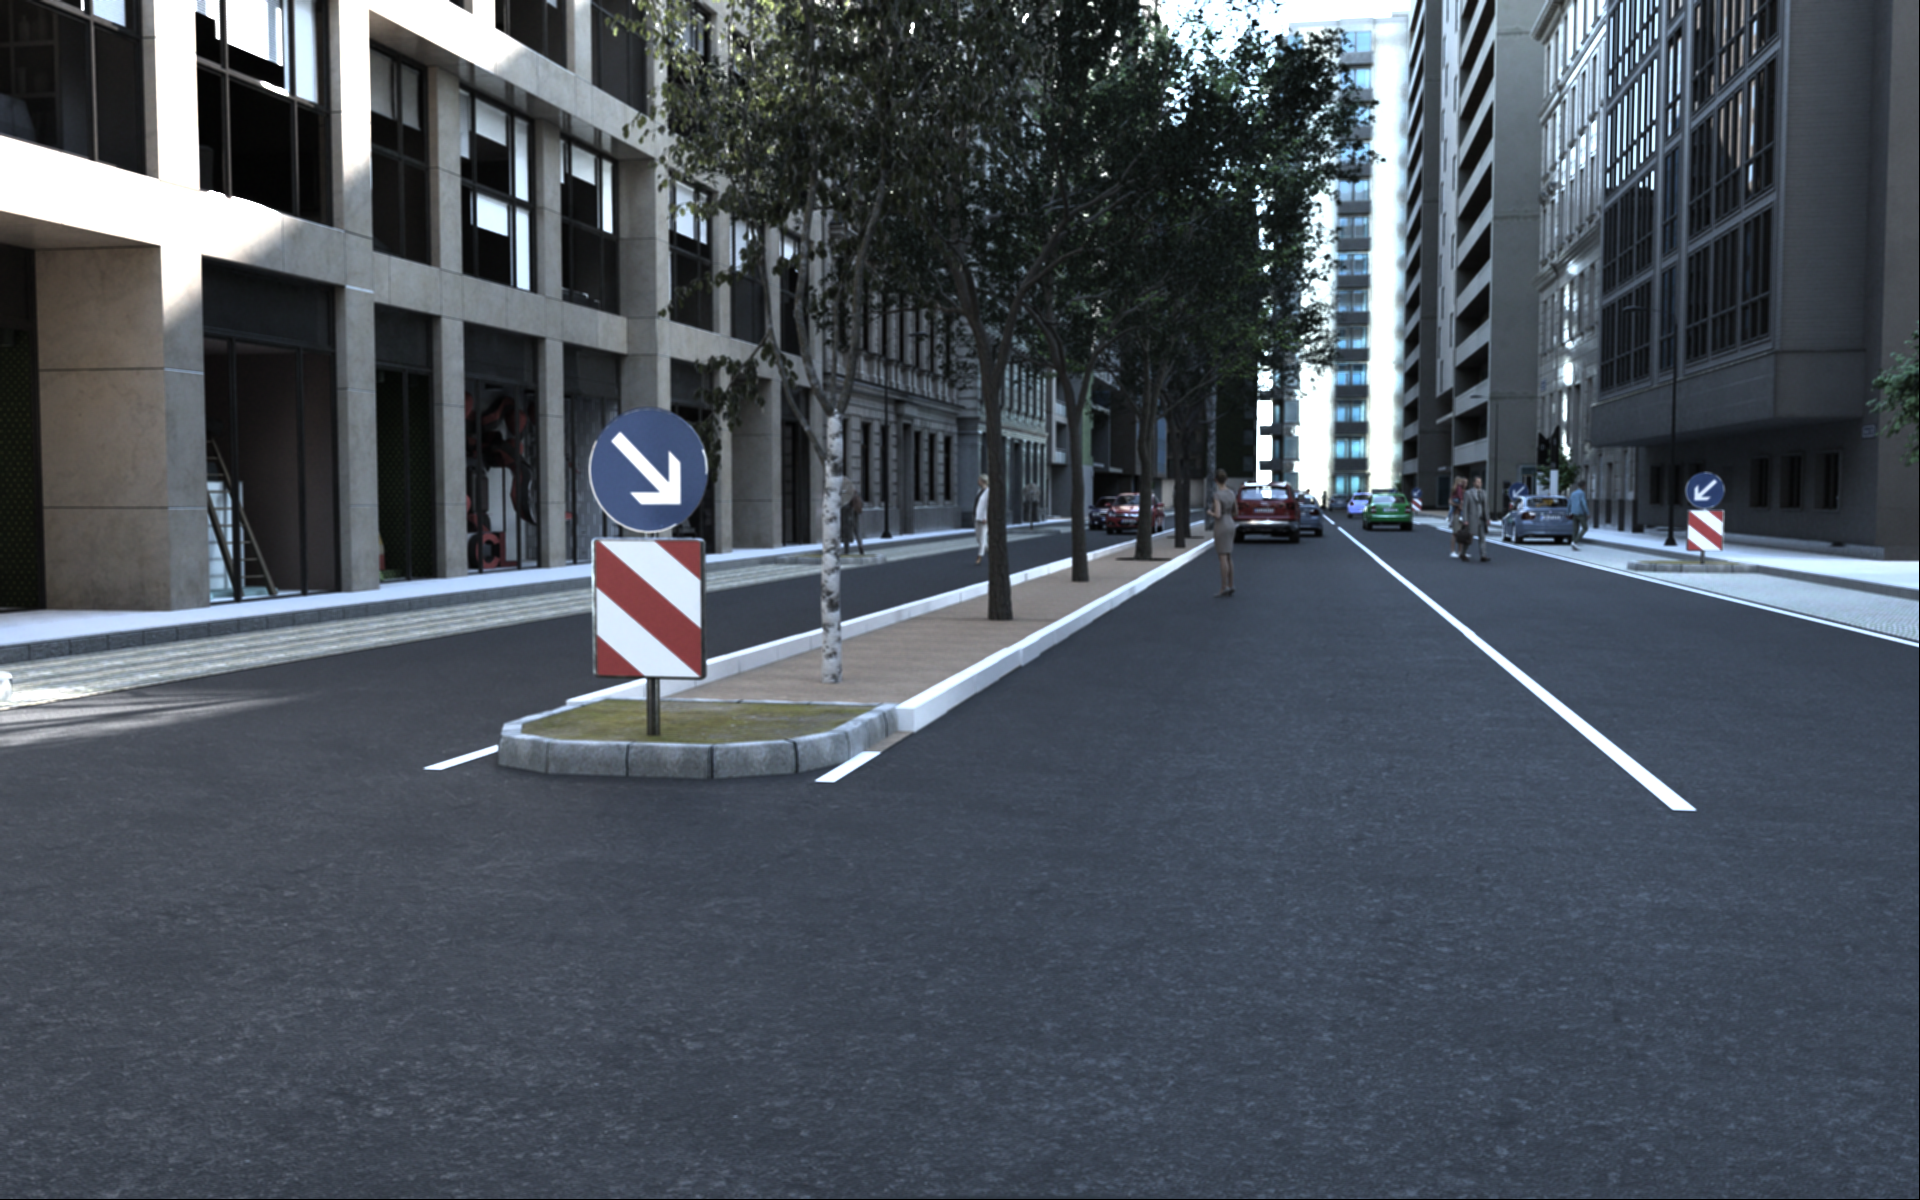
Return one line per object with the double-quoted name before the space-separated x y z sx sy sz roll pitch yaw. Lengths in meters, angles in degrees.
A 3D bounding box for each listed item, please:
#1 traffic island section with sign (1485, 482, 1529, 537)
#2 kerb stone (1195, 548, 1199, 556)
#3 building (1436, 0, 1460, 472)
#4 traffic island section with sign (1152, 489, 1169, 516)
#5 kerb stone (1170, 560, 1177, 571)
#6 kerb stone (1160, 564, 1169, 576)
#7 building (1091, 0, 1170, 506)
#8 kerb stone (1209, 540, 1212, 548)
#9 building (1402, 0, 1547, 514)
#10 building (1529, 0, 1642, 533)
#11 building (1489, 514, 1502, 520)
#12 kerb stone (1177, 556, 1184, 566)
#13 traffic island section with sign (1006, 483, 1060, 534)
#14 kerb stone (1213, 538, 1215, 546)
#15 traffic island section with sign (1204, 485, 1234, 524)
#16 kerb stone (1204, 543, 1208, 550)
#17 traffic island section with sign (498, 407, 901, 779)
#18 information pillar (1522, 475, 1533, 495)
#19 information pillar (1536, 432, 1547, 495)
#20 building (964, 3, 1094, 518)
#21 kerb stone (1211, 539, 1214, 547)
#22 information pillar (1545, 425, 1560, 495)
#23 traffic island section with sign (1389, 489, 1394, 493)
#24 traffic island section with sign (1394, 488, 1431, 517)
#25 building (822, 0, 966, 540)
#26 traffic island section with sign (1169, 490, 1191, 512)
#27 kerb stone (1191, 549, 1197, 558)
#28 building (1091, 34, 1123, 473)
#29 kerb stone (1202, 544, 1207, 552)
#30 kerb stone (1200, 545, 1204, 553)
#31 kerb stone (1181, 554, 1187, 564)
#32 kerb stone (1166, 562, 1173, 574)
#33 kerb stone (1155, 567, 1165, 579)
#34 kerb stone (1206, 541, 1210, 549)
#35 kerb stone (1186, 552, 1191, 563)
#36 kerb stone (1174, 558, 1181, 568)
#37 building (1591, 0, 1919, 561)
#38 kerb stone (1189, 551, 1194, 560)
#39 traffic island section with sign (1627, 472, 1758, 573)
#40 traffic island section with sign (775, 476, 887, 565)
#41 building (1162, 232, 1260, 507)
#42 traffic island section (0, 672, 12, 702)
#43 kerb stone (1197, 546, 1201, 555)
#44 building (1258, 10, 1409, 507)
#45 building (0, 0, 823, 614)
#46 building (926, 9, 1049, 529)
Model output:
"traffic island section with sign" 18.704 -3.060 58.663 1.989 1.847 2.006 1 4 11
"kerb stone" 5.248 -1.028 39.059 0.120 0.150 1.000 1 4 11
"building" 47.370 -32.291 117.201 28.713 52.752 27.495 1 4 11
"traffic island section with sign" 12.242 -6.316 111.888 1.989 1.847 2.006 1 4 11
"kerb stone" 3.874 -0.601 32.019 0.120 0.150 1.000 1 4 11
"kerb stone" 3.485 -0.478 30.009 0.120 0.150 1.000 1 4 11
"building" 10.885 -30.814 153.912 14.200 45.320 14.600 1 4 11
"kerb stone" 6.417 -1.401 45.103 0.120 0.150 1.000 1 4 11
"building" 48.250 -31.720 142.327 21.300 48.544 21.600 1 4 11
"building" 30.044 -16.508 67.175 12.463 27.353 25.104 1 4 11
"building" 38.849 -28.731 93.446 21.300 48.544 21.600 1 4 11
"kerb stone" 4.267 -0.724 34.026 0.120 0.150 1.000 1 4 11
"traffic island section with sign" 2.565 -3.277 62.209 1.989 1.847 2.006 1 4 11
"kerb stone" 6.824 -1.521 47.122 0.120 0.150 1.000 1 4 11
"traffic island section with sign" 12.848 -4.608 83.481 2.006 1.907 1.989 1 4 11
"kerb stone" 6.032 -1.278 43.084 0.120 0.150 1.000 1 4 11
"traffic island section with sign" -1.513 -0.097 9.722 2.006 1.907 1.989 1 4 11
"information pillar" 21.952 -3.826 67.053 0.304 2.012 0.304 0 4 -3
"information pillar" 22.159 -4.554 65.817 0.504 3.616 0.183 -1 4 -15
"building" -0.546 -25.044 93.060 14.154 41.232 14.086 1 4 11
"kerb stone" 6.616 -1.462 46.121 0.120 0.150 1.000 1 4 11
"information pillar" 20.339 -4.153 59.263 0.183 3.616 0.504 0 4 -6
"traffic island section with sign" 33.470 -7.692 134.398 1.989 1.847 2.006 1 4 11
"traffic island section with sign" 28.298 -6.074 107.942 1.989 1.847 2.006 1 4 11
"building" -6.299 -11.633 54.831 10.561 19.102 19.286 1 4 11
"traffic island section with sign" 17.398 -7.934 138.347 1.989 1.847 2.006 1 4 11
"kerb stone" 5.055 -0.967 38.049 0.120 0.150 1.000 1 4 11
"building" -3.805 -32.125 114.481 28.713 52.752 27.495 1 4 11
"kerb stone" 5.845 -1.216 42.079 0.120 0.150 1.000 1 4 11
"kerb stone" 5.641 -1.154 41.070 0.120 0.150 1.000 1 4 11
"kerb stone" 4.455 -0.785 35.031 0.120 0.150 1.000 1 4 11
"kerb stone" 3.677 -0.539 31.013 0.120 0.150 1.000 1 4 11
"kerb stone" 3.286 -0.416 29.006 0.120 0.150 1.000 1 4 11
"kerb stone" 6.224 -1.340 44.099 0.120 0.150 1.000 1 4 11
"kerb stone" 4.659 -0.846 36.033 0.120 0.150 1.000 1 4 11
"kerb stone" 4.075 -0.662 33.022 0.120 0.150 1.000 1 4 11
"building" 25.199 -15.258 42.974 14.314 27.812 24.014 1 4 11
"kerb stone" 4.860 -0.905 37.045 0.120 0.150 1.000 1 4 11
"traffic island section with sign" 13.554 -1.442 32.203 1.989 1.847 2.006 1 4 11
"traffic island section with sign" -2.588 -1.658 35.732 1.989 1.847 2.006 1 4 11
"building" 22.835 -24.590 173.743 14.107 30.474 14.160 1 4 11
"traffic island section" -7.699 0.673 11.273 2.009 0.180 2.903 1 4 11
"kerb stone" 5.438 -1.093 40.068 0.120 0.150 1.000 1 4 11
"building" 45.710 -33.913 174.082 30.456 49.044 23.786 1 4 11
"building" -16.218 -13.752 29.364 19.350 26.468 34.151 1 4 11
"building" -2.195 -13.695 73.069 9.793 20.994 18.267 1 4 11
